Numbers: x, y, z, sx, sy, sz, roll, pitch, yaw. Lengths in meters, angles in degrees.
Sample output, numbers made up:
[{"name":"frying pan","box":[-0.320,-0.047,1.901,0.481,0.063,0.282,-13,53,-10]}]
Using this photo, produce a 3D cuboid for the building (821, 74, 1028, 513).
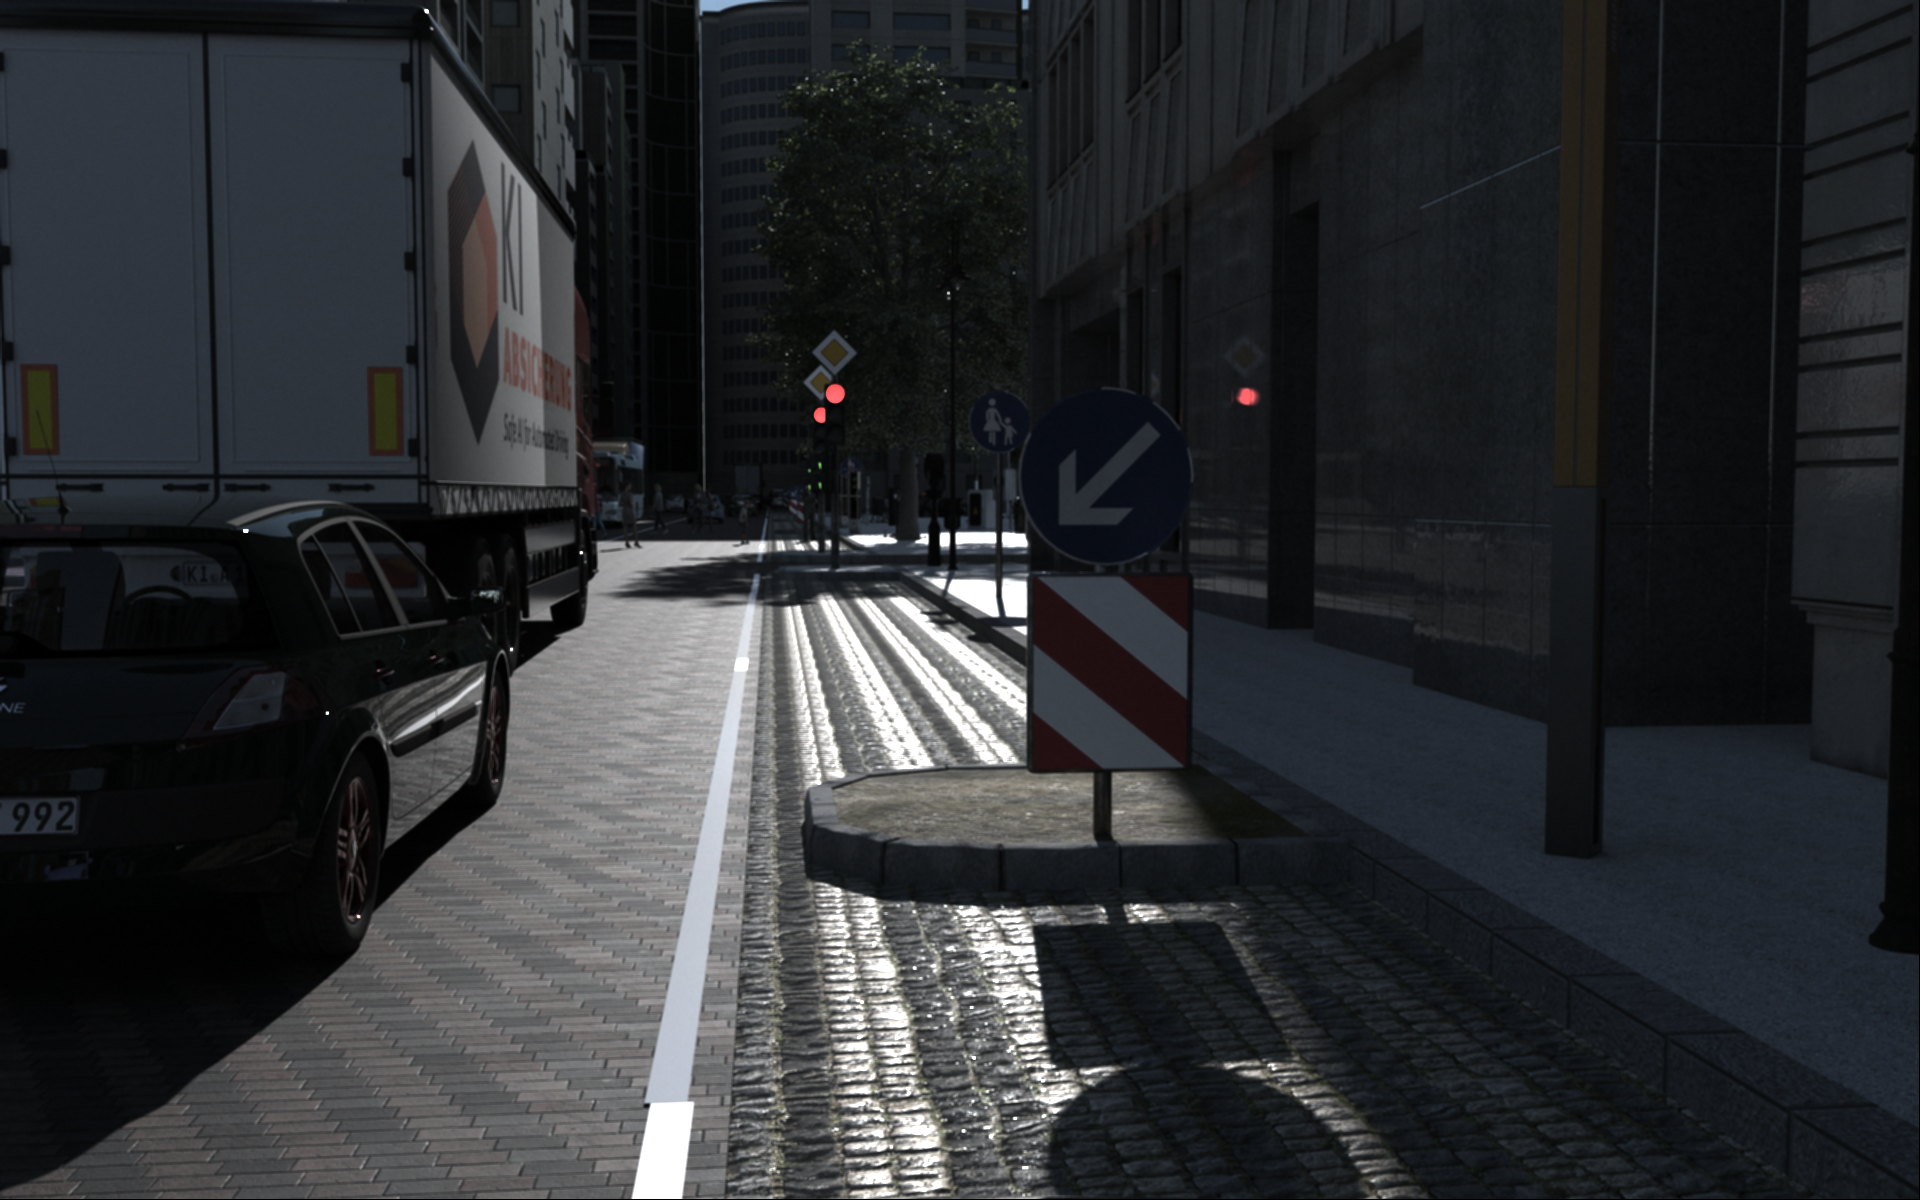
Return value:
[{"name":"building","box":[-2.322,-21.521,123.572,14.160,30.474,14.107,0,4,-6]}]

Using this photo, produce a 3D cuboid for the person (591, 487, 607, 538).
[{"name":"person","box":[-11.880,-2.887,56.547,0.643,1.720,0.563,3,5,41]}]

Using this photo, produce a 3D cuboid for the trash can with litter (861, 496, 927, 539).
[{"name":"trash can with litter","box":[-1.690,-2.424,50.694,1.678,1.210,2.233,-2,4,-25]}]

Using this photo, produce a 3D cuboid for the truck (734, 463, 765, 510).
[{"name":"truck","box":[-19.707,-10.571,161.757,2.839,4.237,11.283,0,4,-5]}]

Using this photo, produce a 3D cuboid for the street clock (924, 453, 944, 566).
[{"name":"street clock","box":[-0.459,-1.607,30.853,0.358,2.002,0.471,-1,4,-20]}]

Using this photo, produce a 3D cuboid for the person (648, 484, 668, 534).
[{"name":"person","box":[-10.699,-3.218,61.304,0.728,1.800,0.709,1,4,11]}]

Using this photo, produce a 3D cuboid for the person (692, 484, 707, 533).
[{"name":"person","box":[-9.535,-3.341,63.303,0.537,1.800,0.526,0,4,4]}]

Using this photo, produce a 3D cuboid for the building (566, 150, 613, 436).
[{"name":"building","box":[-36.777,-22.808,144.604,14.160,30.474,14.107,0,4,-6]}]

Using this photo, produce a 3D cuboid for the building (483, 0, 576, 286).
[{"name":"building","box":[-41.952,-32.585,121.998,28.713,52.752,27.495,0,4,-6]}]

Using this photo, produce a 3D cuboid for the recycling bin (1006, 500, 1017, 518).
[{"name":"recycling bin","box":[2.868,-5.017,94.580,0.722,1.027,0.722,0,4,-2]}]

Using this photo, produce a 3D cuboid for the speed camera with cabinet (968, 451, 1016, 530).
[{"name":"speed camera with cabinet","box":[1.139,-4.176,62.606,0.660,3.252,2.038,-3,5,-41]}]

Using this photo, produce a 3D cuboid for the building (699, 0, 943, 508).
[{"name":"building","box":[-16.380,-40.642,206.495,28.212,58.520,21.231,0,4,-6]}]

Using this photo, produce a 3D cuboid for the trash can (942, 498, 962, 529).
[{"name":"trash can","box":[-0.280,-3.145,63.077,0.748,1.137,0.748,0,3,0]}]

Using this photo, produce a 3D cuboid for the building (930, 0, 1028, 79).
[{"name":"building","box":[11.731,-40.854,209.956,28.212,58.520,21.231,0,4,-6]}]

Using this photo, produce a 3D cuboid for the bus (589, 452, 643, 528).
[{"name":"bus","box":[-15.608,-4.912,75.168,2.948,3.499,13.247,0,4,-6]}]

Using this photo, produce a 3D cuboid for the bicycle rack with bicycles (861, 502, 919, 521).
[{"name":"bicycle rack with bicycles","box":[-3.451,-4.265,83.108,2.852,0.926,2.925,-2,4,-35]}]

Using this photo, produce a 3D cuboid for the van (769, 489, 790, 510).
[{"name":"van","box":[-16.377,-9.228,157.886,2.013,2.044,4.112,0,4,-6]}]

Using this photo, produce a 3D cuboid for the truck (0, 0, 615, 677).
[{"name":"truck","box":[-4.885,-1.619,15.390,2.839,4.237,11.283,0,4,-7]}]

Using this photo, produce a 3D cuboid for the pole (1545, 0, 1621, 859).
[{"name":"pole","box":[2.193,-0.749,6.089,0.158,3.312,0.155,0,3,0]}]

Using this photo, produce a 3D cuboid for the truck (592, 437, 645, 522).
[{"name":"truck","box":[-17.593,-6.028,87.477,2.839,4.237,11.283,0,4,-6]}]

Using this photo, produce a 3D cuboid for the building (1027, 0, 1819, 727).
[{"name":"building","box":[8.180,-12.308,19.251,12.078,24.808,19.932,0,4,-6]}]

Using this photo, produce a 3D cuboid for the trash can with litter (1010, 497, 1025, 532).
[{"name":"trash can with litter","box":[2.248,-2.834,57.730,1.055,1.170,0.624,-1,4,-18]}]

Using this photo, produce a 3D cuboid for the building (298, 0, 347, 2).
[{"name":"building","box":[-37.951,-22.981,67.628,32.217,40.220,23.993,0,4,-6]}]

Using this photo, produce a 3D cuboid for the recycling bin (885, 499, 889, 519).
[{"name":"recycling bin","box":[-3.416,-4.751,90.232,0.722,1.027,0.722,3,5,43]}]

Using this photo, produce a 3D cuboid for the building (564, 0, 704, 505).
[{"name":"building","box":[-41.018,-46.776,203.036,20.611,71.187,20.563,0,4,-6]}]

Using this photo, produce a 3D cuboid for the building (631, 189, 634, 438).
[{"name":"building","box":[-40.783,-30.193,177.243,14.086,41.232,14.154,0,4,-6]}]

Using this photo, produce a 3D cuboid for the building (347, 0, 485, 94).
[{"name":"building","box":[-35.810,-40.311,97.341,20.563,71.187,20.611,0,4,-6]}]

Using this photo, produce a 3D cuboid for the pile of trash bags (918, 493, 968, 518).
[{"name":"pile of trash bags","box":[-0.726,-5.502,99.714,3.447,1.369,1.912,-1,4,-21]}]

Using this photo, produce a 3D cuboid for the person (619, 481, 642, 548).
[{"name":"person","box":[-8.777,-2.279,46.097,0.599,1.781,0.374,3,4,36]}]

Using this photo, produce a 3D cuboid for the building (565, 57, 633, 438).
[{"name":"building","box":[-38.087,-29.033,158.287,14.154,41.232,14.086,0,4,-6]}]

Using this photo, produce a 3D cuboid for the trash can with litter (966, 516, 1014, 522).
[{"name":"trash can with litter","box":[1.087,-4.218,80.017,1.678,1.210,2.233,3,5,41]}]

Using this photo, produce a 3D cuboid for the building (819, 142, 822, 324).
[{"name":"building","box":[-4.119,-22.376,137.541,14.160,30.474,14.107,0,4,-6]}]

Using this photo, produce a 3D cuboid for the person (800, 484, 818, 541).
[{"name":"person","box":[-4.548,-2.727,52.890,0.447,1.846,0.655,3,5,40]}]
